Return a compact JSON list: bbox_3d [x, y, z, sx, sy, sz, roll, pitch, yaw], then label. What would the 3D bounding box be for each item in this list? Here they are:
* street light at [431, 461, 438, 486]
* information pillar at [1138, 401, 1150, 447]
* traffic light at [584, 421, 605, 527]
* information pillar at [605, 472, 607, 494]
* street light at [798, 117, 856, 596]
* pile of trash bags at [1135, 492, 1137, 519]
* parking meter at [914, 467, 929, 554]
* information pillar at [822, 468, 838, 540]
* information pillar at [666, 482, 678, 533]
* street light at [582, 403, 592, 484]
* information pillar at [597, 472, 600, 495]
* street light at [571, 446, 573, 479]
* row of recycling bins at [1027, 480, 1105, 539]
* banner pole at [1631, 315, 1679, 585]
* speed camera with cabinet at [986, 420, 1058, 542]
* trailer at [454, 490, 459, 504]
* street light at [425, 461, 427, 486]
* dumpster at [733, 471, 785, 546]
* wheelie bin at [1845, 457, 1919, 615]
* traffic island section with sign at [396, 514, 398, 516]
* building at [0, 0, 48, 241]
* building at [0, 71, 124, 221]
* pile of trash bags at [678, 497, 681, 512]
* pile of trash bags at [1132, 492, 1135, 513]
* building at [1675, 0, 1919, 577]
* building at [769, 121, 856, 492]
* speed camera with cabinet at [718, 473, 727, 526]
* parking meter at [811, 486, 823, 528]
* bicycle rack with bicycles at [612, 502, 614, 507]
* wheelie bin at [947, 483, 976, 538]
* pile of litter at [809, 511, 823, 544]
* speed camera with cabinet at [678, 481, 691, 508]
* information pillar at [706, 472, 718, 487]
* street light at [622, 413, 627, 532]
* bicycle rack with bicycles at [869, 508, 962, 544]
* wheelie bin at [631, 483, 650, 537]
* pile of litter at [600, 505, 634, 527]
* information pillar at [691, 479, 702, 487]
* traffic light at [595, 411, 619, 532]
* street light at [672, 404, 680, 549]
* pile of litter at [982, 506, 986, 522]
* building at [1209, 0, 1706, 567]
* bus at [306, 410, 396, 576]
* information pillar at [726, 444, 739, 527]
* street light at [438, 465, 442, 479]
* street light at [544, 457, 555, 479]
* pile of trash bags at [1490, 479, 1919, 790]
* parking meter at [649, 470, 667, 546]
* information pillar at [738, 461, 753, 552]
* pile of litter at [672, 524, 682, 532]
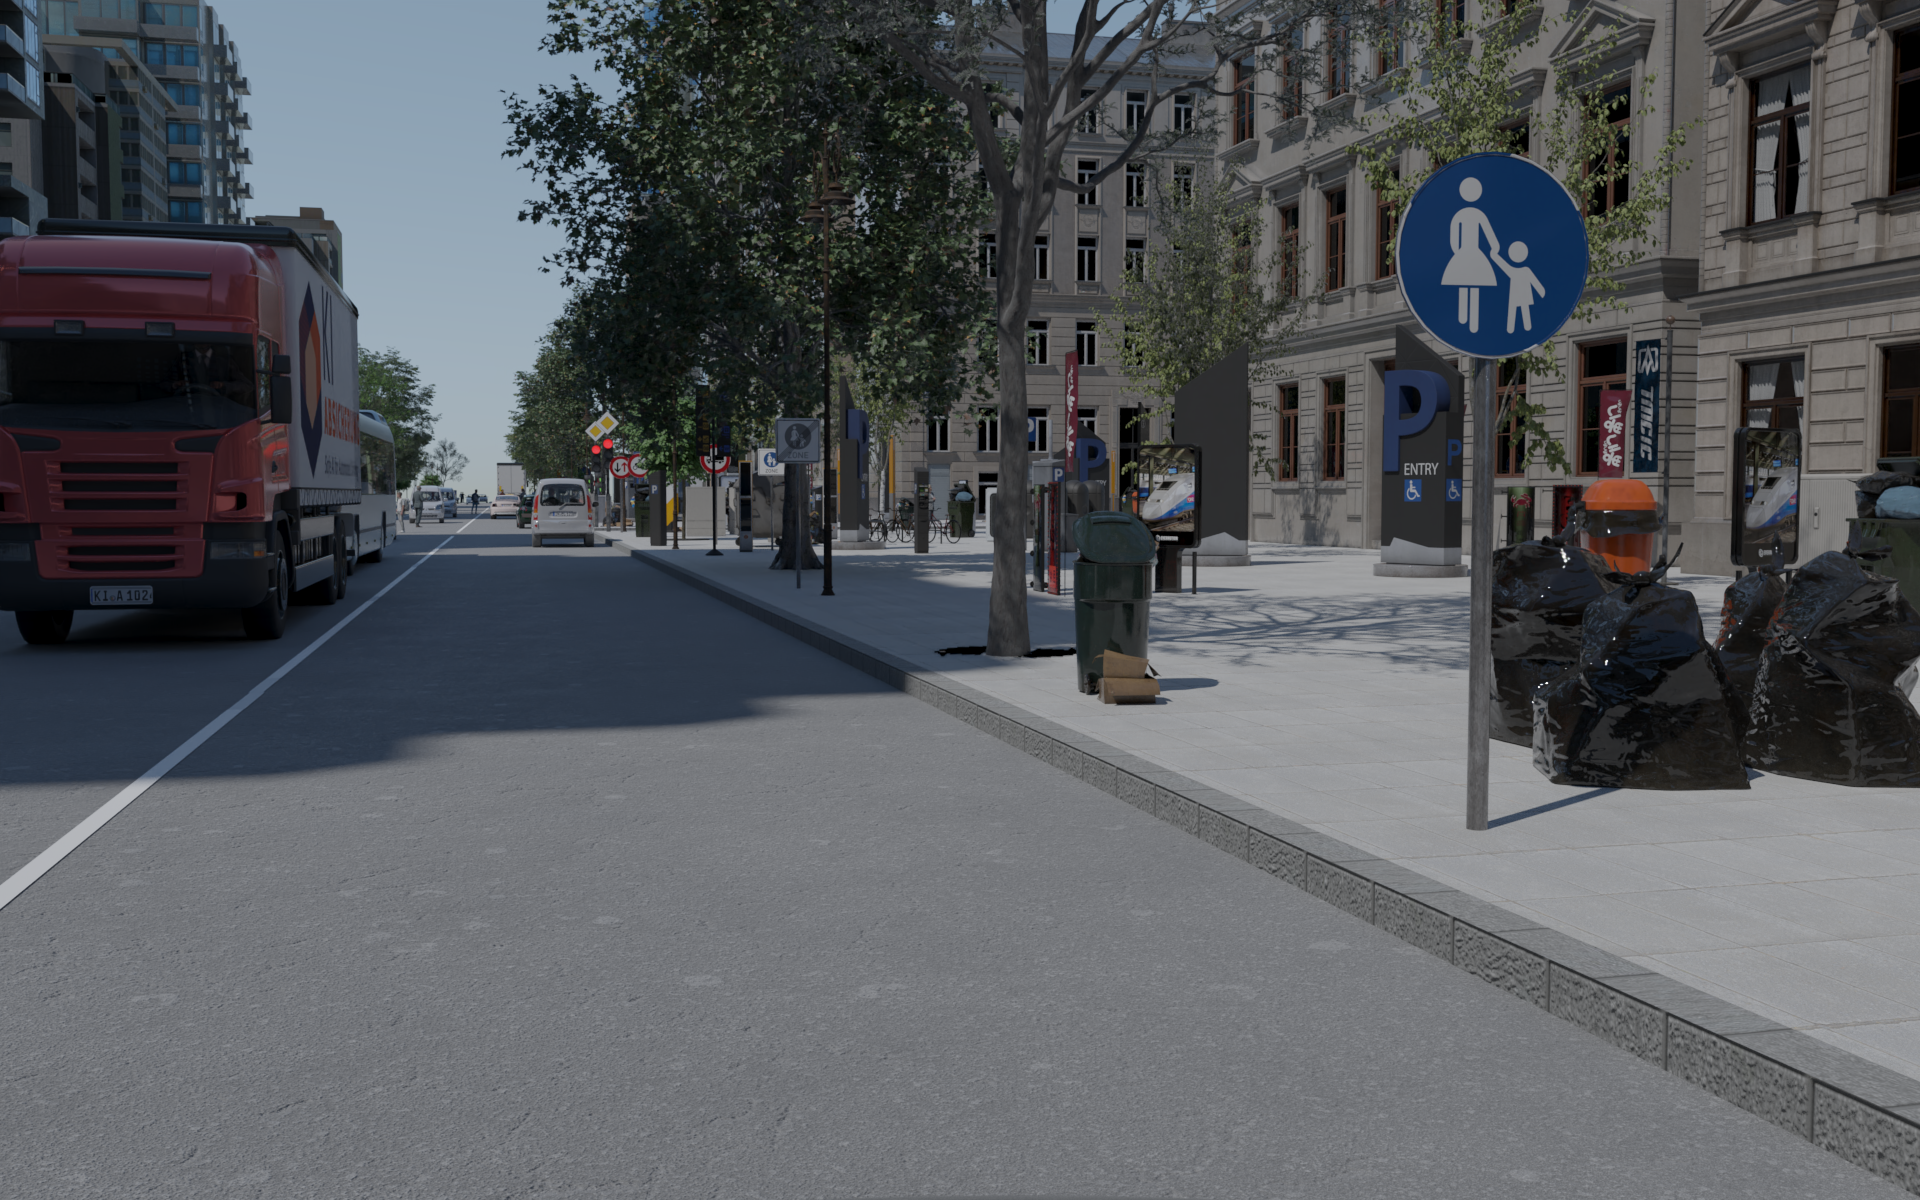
[{"bbox_3d":[-72.067,-16.137,236.632,0.468,5.910,1.993,-1,4,-15],"label":"street light"},{"bbox_3d":[4.654,-3.220,44.002,0.183,3.616,0.504,2,4,35],"label":"information pillar"},{"bbox_3d":[-14.015,-4.751,66.604,0.839,4.253,0.868,-1,4,-15],"label":"traffic light"},{"bbox_3d":[-15.423,-5.158,75.689,0.183,3.616,0.504,-1,4,-19],"label":"information pillar"},{"bbox_3d":[-1.673,-2.995,21.759,0.468,5.910,1.993,-1,4,-15],"label":"street light"},{"bbox_3d":[10.628,-4.621,85.303,3.447,1.369,1.912,-3,5,-42],"label":"pile of trash bags"},{"bbox_3d":[-0.830,-1.934,37.331,0.255,1.863,0.399,-1,4,-14],"label":"parking meter"},{"bbox_3d":[-3.658,-2.711,48.811,0.304,2.012,0.304,3,5,42],"label":"information pillar"},{"bbox_3d":[-9.592,-4.045,57.486,0.504,3.616,0.183,2,4,25],"label":"information pillar"},{"bbox_3d":[-17.688,-6.689,82.148,0.468,5.910,1.993,-1,4,-15],"label":"street light"},{"bbox_3d":[-24.722,-7.766,118.321,0.504,3.616,0.183,0,4,6],"label":"information pillar"},{"bbox_3d":[-22.610,-7.834,100.881,0.468,5.910,1.993,-1,4,-15],"label":"street light"},{"bbox_3d":[3.020,-2.678,50.894,1.069,1.692,3.534,3,5,44],"label":"row of recycling bins"},{"bbox_3d":[9.860,-2.114,24.585,0.401,3.779,0.863,-2,4,-24],"label":"banner pole"},{"bbox_3d":[1.716,-3.177,46.285,2.038,3.252,0.660,2,4,26],"label":"speed camera with cabinet"},{"bbox_3d":[-72.322,-14.690,247.227,1.471,1.999,3.904,-1,4,-16],"label":"trailer"},{"bbox_3d":[-67.242,-15.008,218.165,0.468,5.910,1.993,-1,4,-15],"label":"street light"},{"bbox_3d":[-4.799,-2.229,42.206,1.264,1.857,1.865,-1,4,-15],"label":"dumpster"},{"bbox_3d":[8.064,-0.425,14.863,0.693,1.594,0.980,0,4,-4],"label":"wheelie bin"},{"bbox_3d":[-37.365,-6.333,112.165,1.989,1.847,2.006,-1,4,-15],"label":"traffic island section with sign"},{"bbox_3d":[-57.714,-47.102,82.788,22.319,86.520,31.000,-1,4,-15],"label":"building"},{"bbox_3d":[-65.719,-21.168,117.792,14.160,30.474,14.107,-1,4,-15],"label":"building"},{"bbox_3d":[-20.027,-6.804,121.005,3.447,1.369,1.912,-2,4,-26],"label":"pile of trash bags"},{"bbox_3d":[11.688,-7.411,130.928,1.912,1.369,3.447,-1,4,-17],"label":"pile of trash bags"},{"bbox_3d":[18.484,-9.492,19.820,10.561,19.102,19.286,-1,4,-15],"label":"building"},{"bbox_3d":[-4.319,-19.951,112.105,13.634,28.700,20.117,-1,4,-15],"label":"building"},{"bbox_3d":[-9.603,-4.600,69.553,0.660,3.252,2.038,-2,4,-26],"label":"speed camera with cabinet"},{"bbox_3d":[-4.195,-2.600,50.920,0.372,1.533,0.369,0,3,0],"label":"parking meter"},{"bbox_3d":[-22.507,-5.841,108.887,2.852,0.926,2.925,-1,4,-9],"label":"bicycle rack with bicycles"},{"bbox_3d":[0.041,-2.634,50.970,0.693,1.594,0.980,-3,4,-38],"label":"wheelie bin"},{"bbox_3d":[-4.041,-1.866,44.476,1.176,0.858,1.719,2,4,25],"label":"pile of litter"},{"bbox_3d":[-21.837,-8.640,135.594,0.660,3.252,2.038,0,4,6],"label":"speed camera with cabinet"},{"bbox_3d":[-8.306,-3.280,58.112,0.304,2.012,0.304,-3,4,-38],"label":"information pillar"},{"bbox_3d":[-11.396,-5.252,58.660,0.468,5.910,1.993,-1,4,-15],"label":"street light"},{"bbox_3d":[-1.702,-1.933,44.986,2.852,0.926,2.925,-2,4,-35],"label":"bicycle rack with bicycles"},{"bbox_3d":[-9.326,-2.670,51.555,0.980,1.594,0.693,0,4,-3],"label":"wheelie bin"},{"bbox_3d":[-13.424,-3.332,68.450,1.719,0.858,1.176,-2,4,-23],"label":"pile of litter"},{"bbox_3d":[-19.479,-8.339,127.702,0.504,3.616,0.183,3,5,43],"label":"information pillar"},{"bbox_3d":[-11.990,-4.279,58.879,0.839,4.253,0.868,-1,4,-15],"label":"traffic light"},{"bbox_3d":[-6.628,-4.122,40.185,0.468,5.910,1.993,-1,4,-15],"label":"street light"},{"bbox_3d":[1.590,-4.034,79.924,1.176,0.858,1.719,0,4,4],"label":"pile of litter"},{"bbox_3d":[14.475,-12.478,40.168,11.583,22.565,21.152,-1,4,-15],"label":"building"},{"bbox_3d":[-12.513,-2.319,32.777,2.948,3.499,13.247,-1,4,-14],"label":"bus"},{"bbox_3d":[-8.921,-4.684,67.932,0.504,3.616,0.183,-2,4,-33],"label":"information pillar"},{"bbox_3d":[-77.045,-17.290,255.472,0.468,5.910,1.993,-1,4,-15],"label":"street light"},{"bbox_3d":[-37.046,-11.215,156.149,0.468,5.910,1.993,-1,4,-15],"label":"street light"},{"bbox_3d":[3.703,0.041,9.075,1.912,1.369,3.447,1,4,9],"label":"pile of trash bags"},{"bbox_3d":[-7.450,-2.264,42.719,0.399,1.863,0.255,2,4,35],"label":"parking meter"},{"bbox_3d":[-4.742,-2.072,38.363,0.304,2.012,0.304,0,4,-6],"label":"information pillar"},{"bbox_3d":[-9.863,-2.748,58.888,1.176,0.858,1.719,-1,4,-20],"label":"pile of litter"}]
